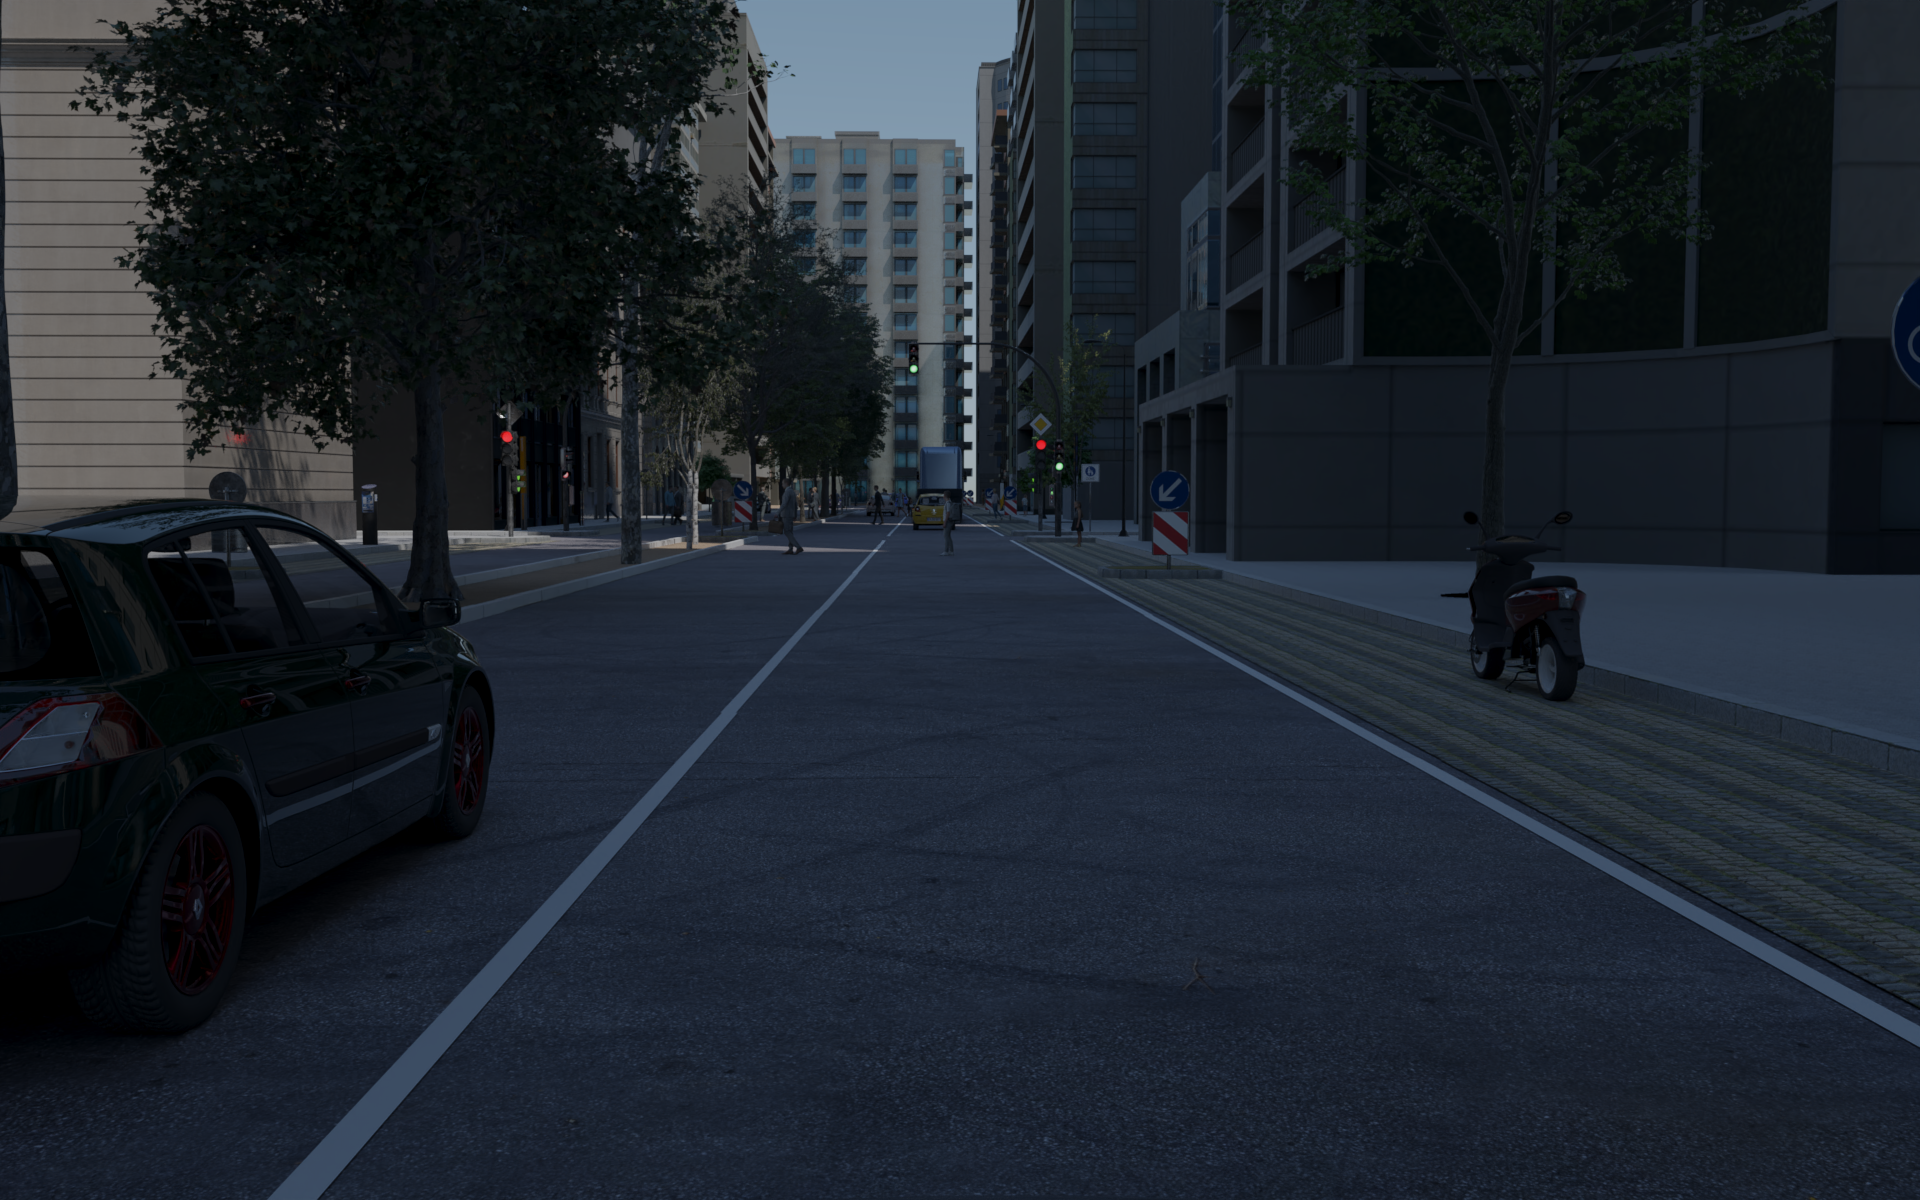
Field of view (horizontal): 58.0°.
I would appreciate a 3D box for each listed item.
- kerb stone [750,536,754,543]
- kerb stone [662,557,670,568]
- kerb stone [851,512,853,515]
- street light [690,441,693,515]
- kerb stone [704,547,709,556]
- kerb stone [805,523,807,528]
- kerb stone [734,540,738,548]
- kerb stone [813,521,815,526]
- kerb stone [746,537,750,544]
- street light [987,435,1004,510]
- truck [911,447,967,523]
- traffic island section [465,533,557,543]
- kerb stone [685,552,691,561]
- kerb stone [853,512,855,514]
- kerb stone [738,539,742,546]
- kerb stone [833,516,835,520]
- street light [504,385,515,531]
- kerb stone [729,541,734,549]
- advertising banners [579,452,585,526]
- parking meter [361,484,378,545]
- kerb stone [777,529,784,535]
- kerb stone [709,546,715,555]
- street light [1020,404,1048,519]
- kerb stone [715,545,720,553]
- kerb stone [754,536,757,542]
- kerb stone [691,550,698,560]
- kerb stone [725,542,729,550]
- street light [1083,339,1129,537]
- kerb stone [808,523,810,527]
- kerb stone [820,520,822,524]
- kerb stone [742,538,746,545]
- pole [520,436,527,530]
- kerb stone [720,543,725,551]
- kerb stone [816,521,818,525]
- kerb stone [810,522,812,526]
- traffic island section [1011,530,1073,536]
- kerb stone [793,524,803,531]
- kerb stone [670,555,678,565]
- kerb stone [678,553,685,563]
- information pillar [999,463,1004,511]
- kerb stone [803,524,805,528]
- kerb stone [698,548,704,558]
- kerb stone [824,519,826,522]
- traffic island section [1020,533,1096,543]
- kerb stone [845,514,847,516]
[{"bbox_3d":[-6.176,-1.720,50.309,0.120,0.150,1.000,0,4,-1],"label":"kerb stone"},{"bbox_3d":[-5.856,-0.717,33.912,0.120,0.150,1.000,0,4,-1],"label":"kerb stone"},{"bbox_3d":[-7.465,-5.761,116.395,0.120,0.150,1.000,0,4,-1],"label":"kerb stone"},{"bbox_3d":[-15.961,-8.161,105.971,1.470,5.913,1.316,0,4,-1],"label":"street light"},{"bbox_3d":[-5.978,-1.092,40.051,0.120,0.150,1.000,0,4,-1],"label":"kerb stone"},{"bbox_3d":[-6.601,-3.067,72.347,0.120,0.150,1.000,0,4,-1],"label":"kerb stone"},{"bbox_3d":[-6.092,-1.468,46.201,0.120,0.150,1.000,0,4,-1],"label":"kerb stone"},{"bbox_3d":[-6.705,-3.378,77.469,0.120,0.150,1.000,0,4,-1],"label":"kerb stone"},{"bbox_3d":[-6.164,-1.656,49.279,0.120,0.150,1.000,0,4,-1],"label":"kerb stone"},{"bbox_3d":[2.781,-9.950,135.229,1.470,5.913,1.316,0,4,-1],"label":"street light"},{"bbox_3d":[-1.114,-6.287,92.552,2.967,4.110,18.799,0,4,0],"label":"truck"},{"bbox_3d":[-13.469,-1.811,51.886,2.009,0.180,2.903,0,4,-1],"label":"traffic island section"},{"bbox_3d":[-5.922,-0.904,36.984,0.120,0.150,1.000,0,4,-1],"label":"kerb stone"},{"bbox_3d":[-7.515,-5.949,119.465,0.120,0.150,1.000,0,4,-1],"label":"kerb stone"},{"bbox_3d":[-6.117,-1.531,47.231,0.120,0.150,1.000,0,4,-1],"label":"kerb stone"},{"bbox_3d":[-7.020,-4.382,93.849,0.120,0.150,1.000,0,4,-1],"label":"kerb stone"},{"bbox_3d":[-15.072,-5.336,59.786,1.470,5.913,1.316,0,4,-1],"label":"street light"},{"bbox_3d":[-6.079,-1.406,45.179,0.120,0.150,1.000,0,4,-1],"label":"kerb stone"},{"bbox_3d":[-15.426,-4.561,70.755,0.090,3.025,2.074,0,4,-6],"label":"advertising banners"},{"bbox_3d":[-14.894,-2.158,43.700,0.372,1.533,0.369,0,3,0],"label":"parking meter"},{"bbox_3d":[-6.410,-2.439,62.071,0.120,0.150,1.000,0,4,-1],"label":"kerb stone"},{"bbox_3d":[-5.997,-1.154,41.078,0.120,0.150,1.000,0,4,-1],"label":"kerb stone"},{"bbox_3d":[3.803,-7.138,89.245,1.470,5.913,1.316,0,4,-1],"label":"street light"},{"bbox_3d":[-6.020,-1.218,42.105,0.120,0.150,1.000,0,4,-1],"label":"kerb stone"},{"bbox_3d":[-6.199,-1.778,51.338,0.120,0.150,1.000,0,4,-1],"label":"kerb stone"},{"bbox_3d":[-5.937,-0.963,38.006,0.120,0.150,1.000,0,4,-1],"label":"kerb stone"},{"bbox_3d":[-6.060,-1.337,44.158,0.120,0.150,1.000,0,4,-1],"label":"kerb stone"},{"bbox_3d":[4.398,-4.866,52.100,1.470,5.913,1.316,0,4,-1],"label":"street light"},{"bbox_3d":[-6.647,-3.192,74.394,0.120,0.150,1.000,0,4,-1],"label":"kerb stone"},{"bbox_3d":[-6.803,-3.690,82.591,0.120,0.150,1.000,0,4,-1],"label":"kerb stone"},{"bbox_3d":[-6.141,-1.594,48.252,0.120,0.150,1.000,0,4,-1],"label":"kerb stone"},{"bbox_3d":[-15.476,-4.132,61.408,0.158,3.312,0.155,0,3,0],"label":"pole"},{"bbox_3d":[-6.037,-1.278,43.136,0.120,0.150,1.000,0,4,-1],"label":"kerb stone"},{"bbox_3d":[-6.742,-3.506,79.524,0.120,0.150,1.000,0,4,-1],"label":"kerb stone"},{"bbox_3d":[-6.660,-3.255,75.416,0.120,0.150,1.000,0,4,-1],"label":"kerb stone"},{"bbox_3d":[2.815,-2.318,60.183,2.009,0.180,2.903,0,4,-1],"label":"traffic island section"},{"bbox_3d":[-6.562,-2.939,70.274,0.120,0.150,1.000,0,4,-1],"label":"kerb stone"},{"bbox_3d":[-5.879,-0.779,34.933,0.120,0.150,1.000,0,4,-1],"label":"kerb stone"},{"bbox_3d":[-5.901,-0.842,35.956,0.120,0.150,1.000,0,4,-1],"label":"kerb stone"},{"bbox_3d":[3.161,-8.536,130.923,0.183,3.616,0.504,2,4,24],"label":"information pillar"},{"bbox_3d":[-6.586,-3.004,71.311,0.120,0.150,1.000,0,4,-1],"label":"kerb stone"},{"bbox_3d":[-5.956,-1.029,39.028,0.120,0.150,1.000,0,4,-1],"label":"kerb stone"},{"bbox_3d":[-6.863,-3.882,85.660,0.120,0.150,1.000,0,4,-1],"label":"kerb stone"},{"bbox_3d":[2.969,-1.830,52.199,2.009,0.180,2.903,0,4,-1],"label":"traffic island section"},{"bbox_3d":[-7.302,-5.260,108.193,0.120,0.150,1.000,0,4,-1],"label":"kerb stone"}]
